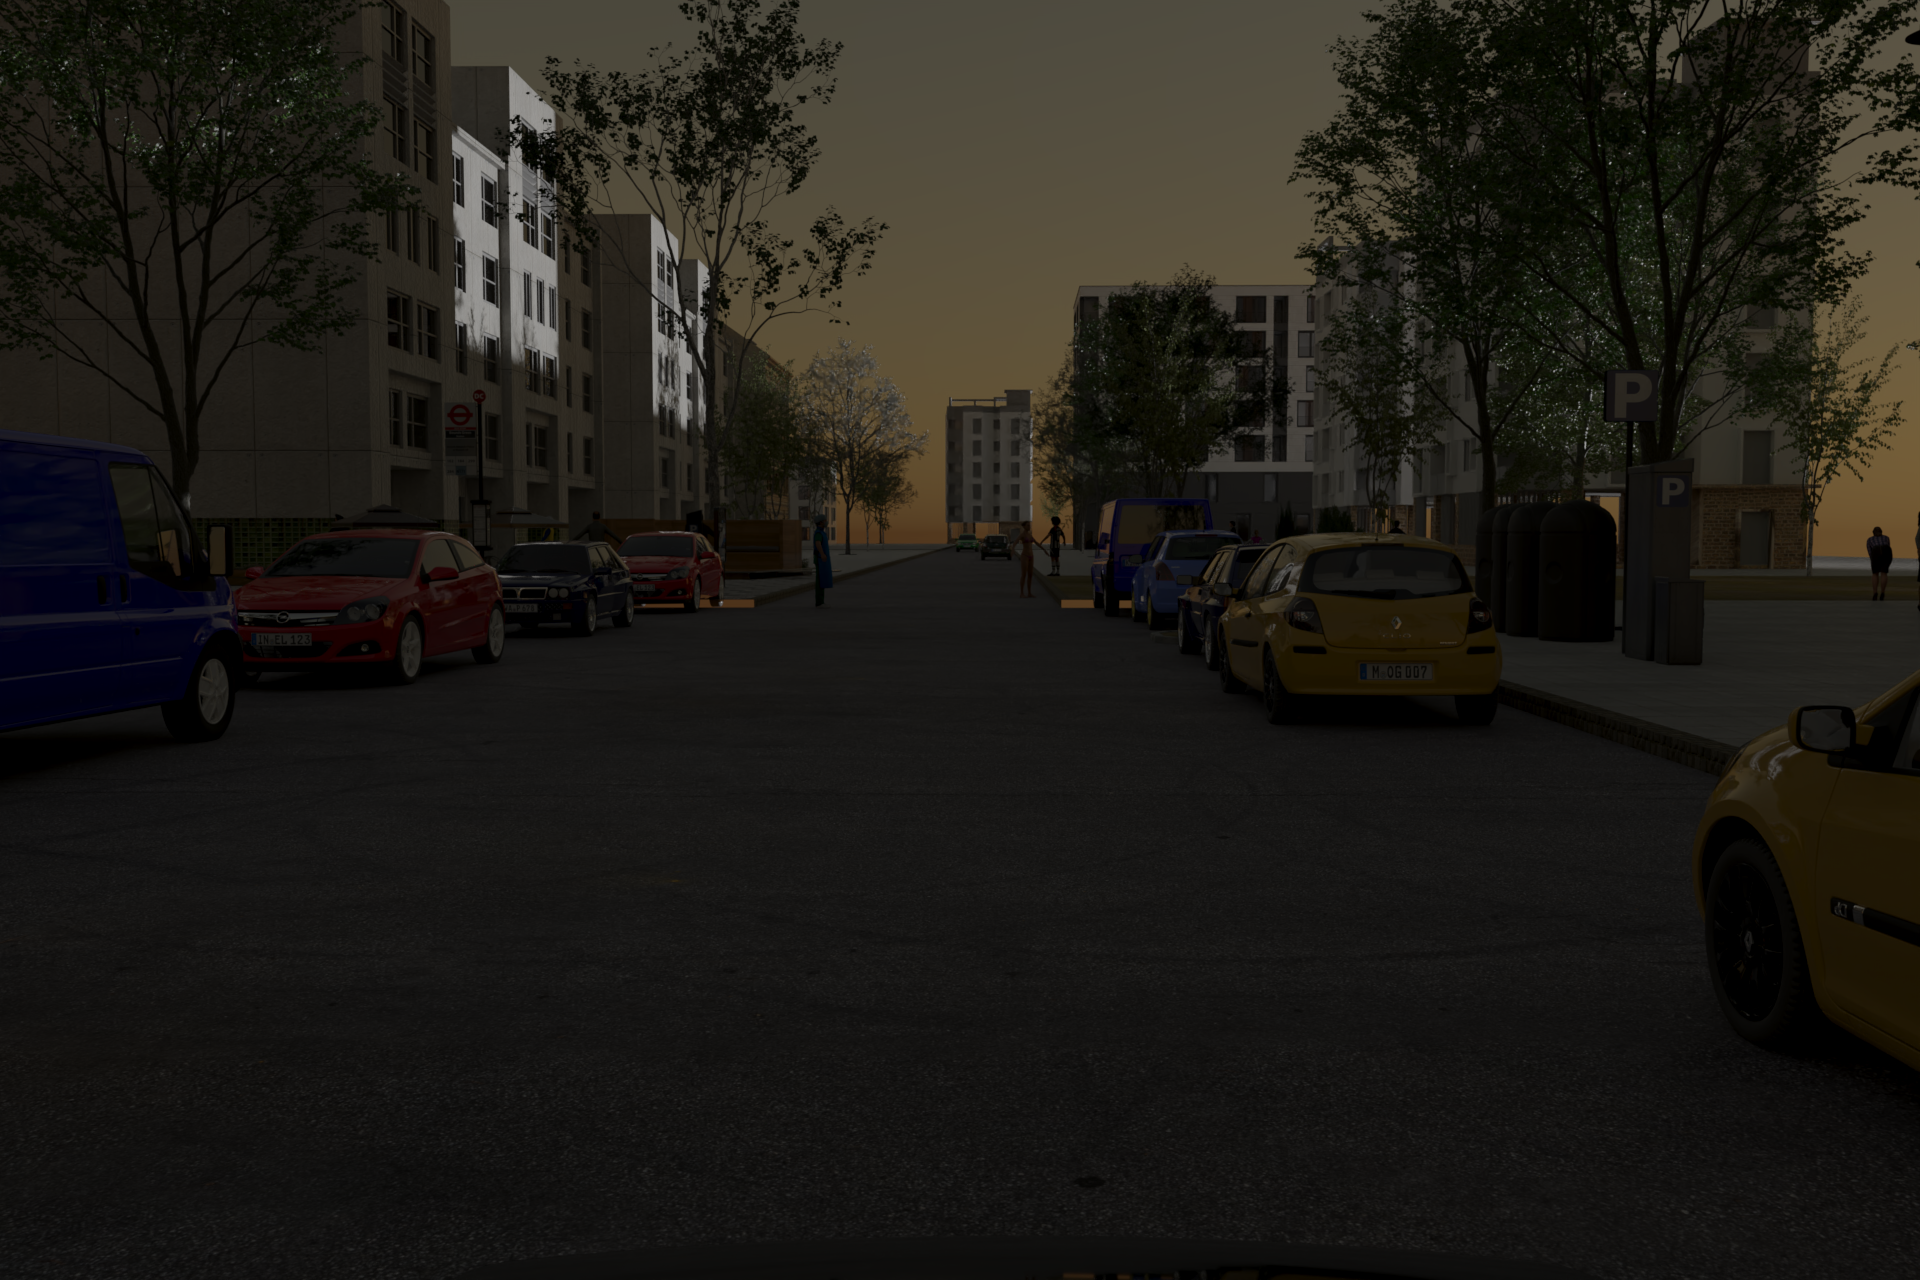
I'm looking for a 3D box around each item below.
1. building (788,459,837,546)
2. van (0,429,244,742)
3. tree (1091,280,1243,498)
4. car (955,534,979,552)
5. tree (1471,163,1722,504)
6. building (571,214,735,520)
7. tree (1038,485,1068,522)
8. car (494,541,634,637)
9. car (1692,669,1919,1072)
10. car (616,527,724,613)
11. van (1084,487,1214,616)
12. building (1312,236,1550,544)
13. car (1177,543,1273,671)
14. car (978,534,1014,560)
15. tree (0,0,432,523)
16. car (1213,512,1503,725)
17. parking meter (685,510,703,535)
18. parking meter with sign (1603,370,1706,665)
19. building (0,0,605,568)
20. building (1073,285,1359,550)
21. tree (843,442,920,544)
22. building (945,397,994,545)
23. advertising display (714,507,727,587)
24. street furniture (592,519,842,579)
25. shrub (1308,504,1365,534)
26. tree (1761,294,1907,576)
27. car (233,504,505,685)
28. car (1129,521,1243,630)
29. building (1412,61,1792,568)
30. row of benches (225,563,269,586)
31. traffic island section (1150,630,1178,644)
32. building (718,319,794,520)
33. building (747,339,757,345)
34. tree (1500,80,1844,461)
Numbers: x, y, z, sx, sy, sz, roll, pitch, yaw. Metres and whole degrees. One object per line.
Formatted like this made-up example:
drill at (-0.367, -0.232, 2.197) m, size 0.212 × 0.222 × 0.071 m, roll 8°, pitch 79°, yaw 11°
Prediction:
building at (-18.812, -15.902, 202.146) m, size 9.099 × 9.664 × 28.070 m, roll 0°, pitch 4°, yaw 2°
van at (-6.121, -0.359, 10.251) m, size 2.240 × 2.365 × 5.245 m, roll 0°, pitch 4°, yaw 1°
tree at (6.082, -6.161, 51.090) m, size 4.737 × 8.622 × 4.395 m, roll 0°, pitch 3°, yaw 0°
car at (0.604, -7.969, 139.082) m, size 1.959 × 1.807 × 4.718 m, roll 0°, pitch 4°, yaw 2°
tree at (18.990, -8.188, 52.005) m, size 7.486 × 12.596 × 7.792 m, roll 0°, pitch 3°, yaw 0°
building at (-25.183, -15.005, 111.781) m, size 16.747 × 18.905 × 31.486 m, roll 0°, pitch 4°, yaw 1°
tree at (12.498, -17.036, 228.905) m, size 4.737 × 8.622 × 4.395 m, roll 0°, pitch 3°, yaw 0°
car at (-5.968, -0.787, 25.450) m, size 1.945 × 1.354 × 3.894 m, roll 0°, pitch 4°, yaw 1°
car at (3.035, 0.401, 3.676) m, size 2.015 × 1.641 × 3.980 m, roll 0°, pitch 4°, yaw 0°
car at (-5.636, -1.459, 32.896) m, size 2.155 × 1.783 × 4.494 m, roll 0°, pitch 4°, yaw 1°
van at (3.479, -1.675, 31.778) m, size 2.240 × 2.365 × 5.245 m, roll 0°, pitch 4°, yaw 0°
building at (27.967, -15.565, 110.915) m, size 16.016 × 20.090 × 11.380 m, roll 0°, pitch 4°, yaw 1°
car at (3.471, -0.424, 19.521) m, size 1.945 × 1.354 × 3.894 m, roll 0°, pitch 4°, yaw 1°
car at (2.003, -5.247, 95.571) m, size 2.009 × 1.686 × 4.222 m, roll 0°, pitch 4°, yaw 1°
tree at (-11.675, -6.117, 25.765) m, size 9.928 × 11.665 × 9.643 m, roll 0°, pitch 3°, yaw 0°
car at (3.190, -0.259, 14.451) m, size 2.015 × 1.641 × 3.980 m, roll 0°, pitch 4°, yaw 1°
parking meter at (-6.378, -2.190, 41.524) m, size 0.399 × 1.863 × 0.255 m, roll 0°, pitch 4°, yaw 2°
parking meter with sign at (7.116, -1.309, 17.667) m, size 0.543 × 3.016 × 1.738 m, roll 0°, pitch 4°, yaw 1°
building at (-25.363, -12.200, 65.935) m, size 16.747 × 18.905 × 31.486 m, roll 0°, pitch 4°, yaw 1°
building at (24.216, -19.244, 158.611) m, size 27.936 × 21.610 × 32.646 m, roll 0°, pitch 4°, yaw 2°
tree at (-10.542, -19.339, 226.565) m, size 12.009 × 13.543 × 11.850 m, roll 0°, pitch 3°, yaw 0°
building at (-1.594, -22.749, 230.825) m, size 11.380 × 20.090 × 16.016 m, roll 0°, pitch 4°, yaw 1°
advertising display at (-5.746, -2.220, 41.507) m, size 0.123 × 1.923 × 0.974 m, roll 0°, pitch 4°, yaw 3°
street furniture at (-8.455, -2.857, 53.560) m, size 11.010 × 1.723 × 9.812 m, roll 1°, pitch 4°, yaw 12°
shrub at (9.531, -2.459, 44.244) m, size 1.661 × 2.075 × 1.752 m, roll 0°, pitch 3°, yaw 0°
tree at (26.184, -6.256, 52.646) m, size 4.737 × 8.622 × 4.395 m, roll 0°, pitch 3°, yaw 0°
car at (-6.061, -0.535, 17.789) m, size 2.155 × 1.783 × 4.494 m, roll 0°, pitch 4°, yaw 2°
car at (3.645, -1.071, 27.102) m, size 1.945 × 1.707 × 3.694 m, roll 0°, pitch 4°, yaw 0°
building at (25.405, -13.425, 75.914) m, size 16.016 × 20.090 × 11.380 m, roll 0°, pitch 4°, yaw 2°
row of benches at (-13.740, -1.262, 36.102) m, size 4.104 × 0.672 × 1.422 m, roll 2°, pitch 4°, yaw 30°
traffic island section at (3.583, -0.027, 23.314) m, size 1.991 × 0.108 × 1.994 m, roll 0°, pitch 4°, yaw 1°
building at (-25.690, -19.896, 156.234) m, size 19.493 × 23.208 × 18.063 m, roll 0°, pitch 4°, yaw 1°
building at (-25.282, -19.121, 169.050) m, size 16.016 × 20.090 × 11.380 m, roll 0°, pitch 4°, yaw 1°
tree at (16.673, -7.061, 41.200) m, size 9.928 × 11.665 × 9.643 m, roll 0°, pitch 3°, yaw 0°
